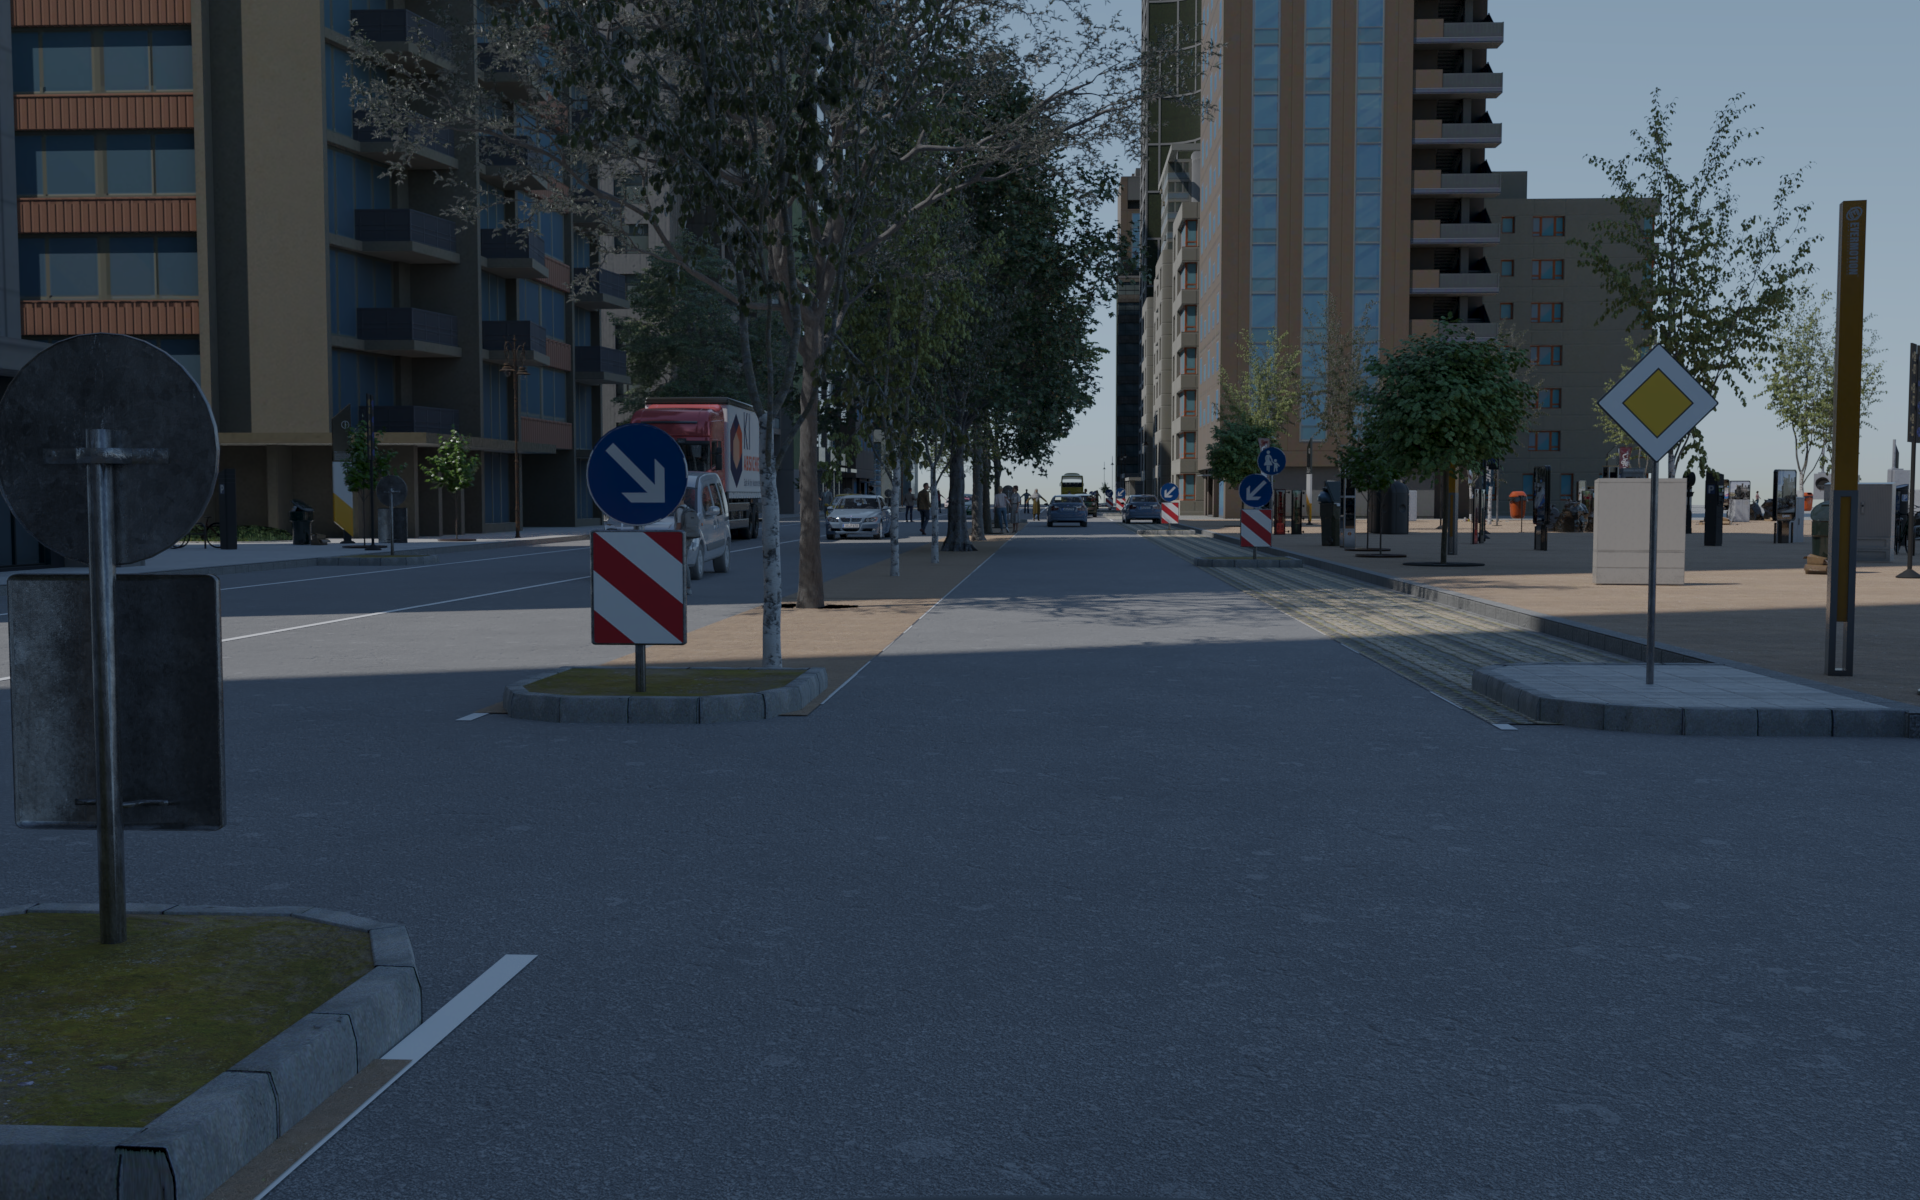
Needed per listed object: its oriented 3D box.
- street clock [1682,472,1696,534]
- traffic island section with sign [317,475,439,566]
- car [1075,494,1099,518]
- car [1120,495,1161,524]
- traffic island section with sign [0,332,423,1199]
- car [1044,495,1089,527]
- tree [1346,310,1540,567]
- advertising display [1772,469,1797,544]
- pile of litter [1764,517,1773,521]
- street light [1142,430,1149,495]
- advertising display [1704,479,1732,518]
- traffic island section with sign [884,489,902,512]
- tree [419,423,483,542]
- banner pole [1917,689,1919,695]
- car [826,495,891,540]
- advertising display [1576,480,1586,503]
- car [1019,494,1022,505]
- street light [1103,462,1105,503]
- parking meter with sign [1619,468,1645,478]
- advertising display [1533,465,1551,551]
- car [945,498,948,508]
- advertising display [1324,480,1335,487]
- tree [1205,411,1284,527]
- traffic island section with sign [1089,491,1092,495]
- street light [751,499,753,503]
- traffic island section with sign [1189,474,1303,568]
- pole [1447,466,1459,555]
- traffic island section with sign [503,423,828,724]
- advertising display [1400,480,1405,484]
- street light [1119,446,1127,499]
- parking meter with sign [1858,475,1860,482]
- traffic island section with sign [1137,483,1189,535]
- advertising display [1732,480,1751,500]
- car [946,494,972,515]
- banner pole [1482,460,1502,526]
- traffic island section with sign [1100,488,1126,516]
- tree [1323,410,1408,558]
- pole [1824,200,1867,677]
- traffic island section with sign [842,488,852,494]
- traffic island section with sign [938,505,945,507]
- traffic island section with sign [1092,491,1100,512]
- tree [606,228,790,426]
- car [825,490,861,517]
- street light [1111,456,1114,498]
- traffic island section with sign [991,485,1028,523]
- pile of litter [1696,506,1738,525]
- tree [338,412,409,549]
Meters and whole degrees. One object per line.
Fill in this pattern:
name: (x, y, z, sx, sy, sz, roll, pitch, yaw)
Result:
street clock: (23.508, -3.139, 55.891, 0.358, 2.002, 0.471, 0, 4, -5)
traffic island section with sign: (-11.841, -1.647, 35.551, 1.989, 1.847, 2.006, 0, 4, 3)
car: (7.599, -5.947, 107.025, 2.009, 1.686, 4.222, 0, 4, 4)
car: (8.835, -4.414, 84.175, 2.014, 1.417, 4.499, 0, 4, 2)
traffic island section with sign: (-2.472, 0.231, 4.362, 2.006, 1.907, 1.989, 0, 4, 3)
car: (4.719, -3.951, 76.596, 2.014, 1.417, 4.499, 0, 4, 2)
tree: (8.637, -2.897, 31.078, 4.285, 4.588, 4.351, 0, 3, 0)
advertising display: (21.458, -2.439, 45.086, 0.974, 1.923, 0.123, -3, 4, -37)
pile of litter: (38.609, -4.124, 81.388, 1.176, 0.858, 1.719, -1, 4, -9)
street light: (13.406, -9.319, 125.158, 0.468, 5.910, 1.993, 0, 4, 3)
advertising display: (32.594, -4.242, 74.578, 0.974, 1.923, 0.123, 2, 4, 31)
traffic island section with sign: (-5.738, -8.008, 139.553, 1.989, 1.847, 2.006, 0, 4, 3)
tree: (-13.874, -3.216, 47.182, 1.663, 3.219, 1.824, 0, 3, 0)
banner pole: (6.495, -1.285, 11.021, 0.863, 3.779, 0.401, -2, 4, -35)
car: (-3.215, -2.690, 55.988, 2.014, 1.417, 4.499, 0, 4, 5)
advertising display: (29.540, -4.721, 82.403, 0.123, 1.923, 0.974, 3, 5, 39)
car: (7.461, -13.859, 235.640, 2.155, 1.783, 4.494, 0, 4, 2)
street light: (20.447, -16.684, 245.565, 0.468, 5.910, 1.993, 0, 4, 3)
parking meter with sign: (19.697, -3.346, 50.964, 1.738, 3.016, 0.543, 0, 4, 0)
advertising display: (13.235, -2.092, 39.421, 0.123, 1.923, 0.974, 0, 4, 3)
car: (-0.489, -9.892, 174.098, 2.083, 1.381, 4.827, 0, 4, 4)
advertising display: (17.050, -4.565, 79.849, 0.123, 1.923, 0.974, 3, 4, 37)
tree: (11.134, -5.170, 68.251, 4.285, 4.588, 4.351, 0, 3, 0)
traffic island section with sign: (15.039, -11.291, 193.242, 1.989, 1.847, 2.006, 0, 4, 3)
street light: (-10.747, -7.133, 89.410, 0.468, 5.910, 1.993, 0, 4, 3)
traffic island section with sign: (5.692, -1.580, 34.466, 1.989, 1.847, 2.006, 0, 4, 3)
pole: (10.391, -2.606, 36.452, 0.158, 3.312, 0.155, 0, 3, 0)
traffic island section with sign: (-2.027, -0.221, 11.756, 2.006, 1.907, 1.989, 0, 4, 3)
advertising display: (20.236, -4.527, 79.225, 0.123, 1.923, 0.974, 0, 4, 6)
street light: (15.953, -12.139, 171.256, 0.468, 5.910, 1.993, 0, 4, 3)
parking meter with sign: (32.225, -4.058, 62.606, 0.543, 3.016, 1.738, 3, 5, 43)
traffic island section with sign: (7.284, -3.229, 61.419, 1.989, 1.847, 2.006, 0, 4, 3)
advertising display: (36.888, -4.696, 81.990, 0.974, 1.923, 0.123, 0, 4, 4)
car: (0.285, -5.580, 103.036, 2.131, 1.459, 4.920, 0, 4, 4)
banner pole: (21.369, -4.866, 69.572, 0.863, 3.779, 0.401, 0, 4, 4)
traffic island section with sign: (10.227, -6.298, 111.606, 1.989, 1.847, 2.006, 0, 4, 3)
tree: (8.461, -2.488, 35.286, 1.663, 3.219, 1.824, 0, 3, 0)
pole: (6.221, -1.121, 12.164, 0.158, 3.312, 0.155, 0, 3, 0)
traffic island section with sign: (-7.312, -6.358, 112.584, 1.989, 1.847, 2.006, 0, 4, 3)
traffic island section with sign: (-2.492, -11.364, 194.428, 1.989, 1.847, 2.006, 0, 4, 3)
traffic island section with sign: (11.812, -7.944, 138.514, 1.989, 1.847, 2.006, 0, 4, 3)
tree: (-12.262, -10.785, 82.986, 9.857, 13.997, 8.962, 0, 3, 0)
car: (-4.920, -4.056, 76.542, 2.015, 1.641, 3.980, 0, 4, 2)
street light: (18.321, -14.411, 208.404, 0.468, 5.910, 1.993, 0, 4, 3)
traffic island section with sign: (2.377, -4.809, 86.766, 2.006, 1.907, 1.989, 0, 4, 3)
pile of litter: (31.599, -3.556, 72.098, 1.719, 0.858, 1.176, 3, 5, 40)
tree: (-14.216, -2.842, 41.071, 1.663, 3.219, 1.824, 0, 3, 0)
